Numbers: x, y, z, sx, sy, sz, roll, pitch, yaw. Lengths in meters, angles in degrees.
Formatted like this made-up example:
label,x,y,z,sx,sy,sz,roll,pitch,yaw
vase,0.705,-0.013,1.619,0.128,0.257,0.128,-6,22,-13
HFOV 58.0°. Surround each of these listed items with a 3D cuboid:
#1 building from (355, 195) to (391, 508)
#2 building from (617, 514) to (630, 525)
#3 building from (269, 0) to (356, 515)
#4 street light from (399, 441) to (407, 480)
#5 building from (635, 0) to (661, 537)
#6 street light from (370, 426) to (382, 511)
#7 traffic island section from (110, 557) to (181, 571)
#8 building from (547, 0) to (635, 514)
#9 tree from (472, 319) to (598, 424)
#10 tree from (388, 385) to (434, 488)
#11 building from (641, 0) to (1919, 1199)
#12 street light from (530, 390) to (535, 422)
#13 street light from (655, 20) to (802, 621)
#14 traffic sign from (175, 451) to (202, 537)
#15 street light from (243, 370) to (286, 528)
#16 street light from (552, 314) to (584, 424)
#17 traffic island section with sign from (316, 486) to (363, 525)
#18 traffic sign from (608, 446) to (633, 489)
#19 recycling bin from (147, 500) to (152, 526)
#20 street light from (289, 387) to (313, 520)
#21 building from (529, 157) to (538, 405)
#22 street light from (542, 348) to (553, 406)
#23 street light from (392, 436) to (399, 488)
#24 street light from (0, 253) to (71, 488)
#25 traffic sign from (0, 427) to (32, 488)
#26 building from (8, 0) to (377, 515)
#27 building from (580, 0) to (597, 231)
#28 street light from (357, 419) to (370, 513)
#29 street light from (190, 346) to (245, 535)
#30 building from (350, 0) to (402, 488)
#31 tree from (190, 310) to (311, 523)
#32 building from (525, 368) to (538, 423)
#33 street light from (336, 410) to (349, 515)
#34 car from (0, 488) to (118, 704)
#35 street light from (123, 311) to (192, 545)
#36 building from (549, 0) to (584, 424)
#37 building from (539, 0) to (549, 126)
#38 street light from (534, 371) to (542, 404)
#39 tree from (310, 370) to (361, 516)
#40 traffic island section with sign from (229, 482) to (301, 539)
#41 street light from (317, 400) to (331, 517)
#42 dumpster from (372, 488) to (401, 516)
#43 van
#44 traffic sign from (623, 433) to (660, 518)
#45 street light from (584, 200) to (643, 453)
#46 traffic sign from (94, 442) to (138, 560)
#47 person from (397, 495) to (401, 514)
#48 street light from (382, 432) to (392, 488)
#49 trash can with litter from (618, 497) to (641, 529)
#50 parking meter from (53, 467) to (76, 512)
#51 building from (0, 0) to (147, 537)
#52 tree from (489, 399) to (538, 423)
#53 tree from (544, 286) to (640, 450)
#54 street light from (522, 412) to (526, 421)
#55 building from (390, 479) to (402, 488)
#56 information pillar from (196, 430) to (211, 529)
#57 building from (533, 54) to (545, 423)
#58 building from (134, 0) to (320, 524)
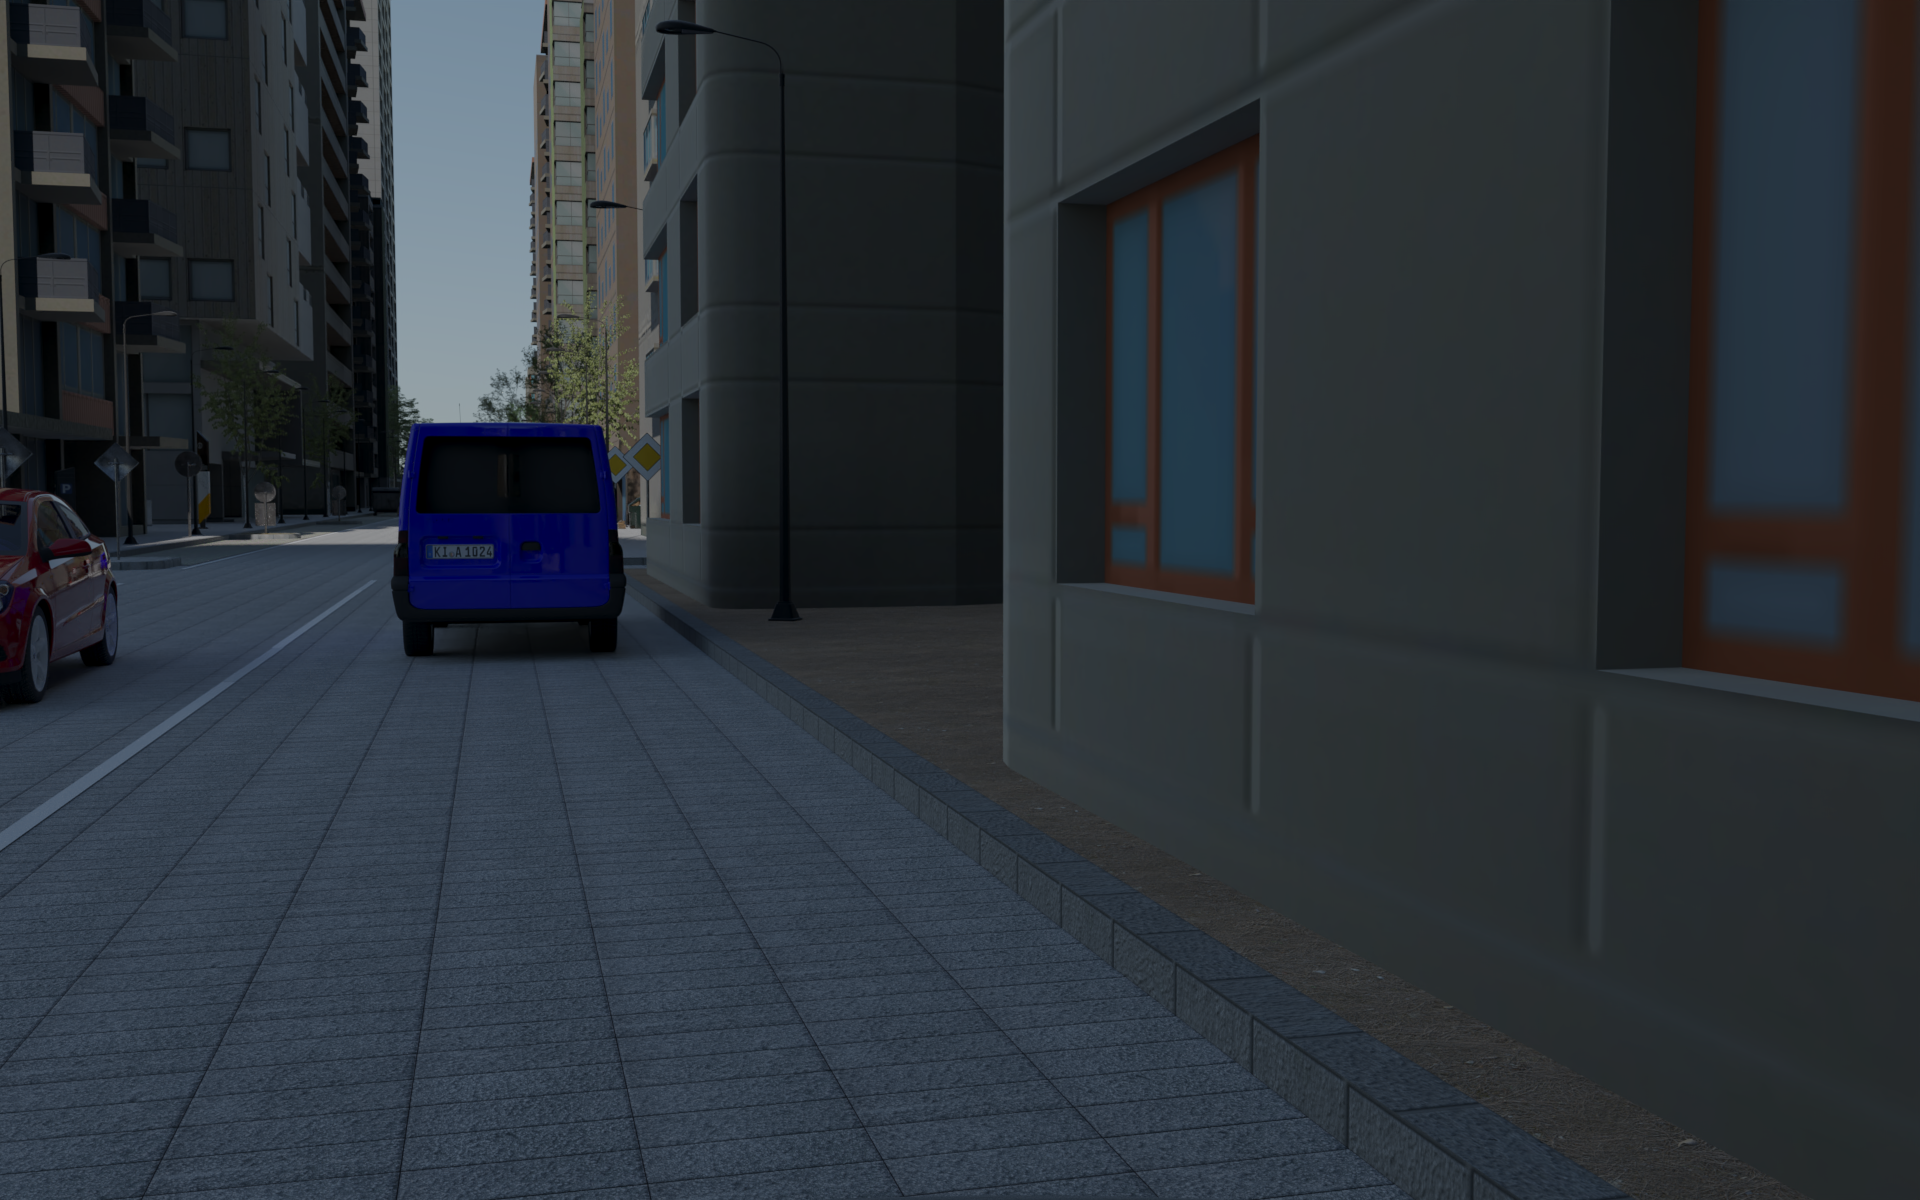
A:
label,x,y,z,sx,sy,sz,roll,pitch,yaw
building,-60.736,-23.759,160.168,14.160,30.474,14.107,-1,4,-15
building,-9.169,-26.205,78.565,14.600,45.320,14.200,-1,4,-15
building,-51.916,-29.915,112.811,21.300,48.544,21.600,-1,4,-15
street light,-49.162,-10.891,150.601,1.470,5.913,1.316,-1,4,-15
building,1.336,-26.129,50.913,21.600,48.544,21.300,-1,4,-15
street light,-40.505,-8.918,118.356,1.470,5.913,1.316,-1,4,-15
traffic island section,-16.437,-0.704,33.795,2.009,0.180,2.903,-1,4,-15
building,-24.411,-29.602,134.097,14.600,45.320,14.200,-1,4,-15
tree,-21.612,-9.621,91.712,8.767,10.594,7.601,-1,4,-14
tree,-59.112,-16.011,179.902,7.486,12.596,7.792,0,3,0
building,12.044,-10.505,16.790,27.650,21.520,28.899,-1,4,-15
street light,-18.214,-6.383,76.904,1.470,5.913,1.316,-1,4,-15
street light,-2.300,-2.737,17.287,1.470,5.913,1.316,-1,4,-15
traffic sign,-22.900,-3.139,51.425,0.768,2.556,0.104,-1,4,-9
street light,-26.170,-5.647,64.875,1.470,5.913,1.316,-1,4,-15
street light,-9.689,-4.423,44.865,1.470,5.913,1.316,-1,4,-15
traffic island section with sign,-29.198,-4.460,81.552,1.989,1.847,2.006,-1,4,-15
traffic sign,-7.188,-1.989,36.171,0.795,2.450,0.064,-1,4,-15
recycling bin,-32.730,-3.452,68.989,0.722,1.027,0.722,1,4,17
street light,-28.968,-6.282,75.257,1.470,5.913,1.316,-1,4,-15
building,-44.023,-34.822,223.956,22.147,44.769,28.867,-1,4,-15
street light,-12.447,-5.059,55.259,1.470,5.913,1.316,-1,4,-15
street light,-46.113,-10.188,139.118,1.470,5.913,1.316,-1,4,-15
street light,-17.823,-3.722,33.392,1.470,5.913,1.316,-1,4,-15
traffic sign,-14.358,-1.369,26.023,0.795,2.450,0.064,-1,4,-15
building,-59.039,-29.564,137.989,22.147,44.769,28.867,-1,4,-15
building,-15.646,-20.341,104.284,14.160,30.474,14.107,-1,4,-15
street light,-37.722,-8.270,107.751,1.470,5.913,1.316,-1,4,-15
street light,-23.515,-5.010,54.454,1.470,5.913,1.316,-1,4,-15
building,-85.595,-48.793,236.013,20.563,71.187,20.611,-1,4,-15
tree,-28.554,-7.267,69.180,4.737,8.622,4.395,0,3,0
building,-49.017,-24.962,253.172,27.650,21.520,28.899,-1,4,-15
street light,-34.650,-7.551,96.000,1.470,5.913,1.316,-1,4,-15
car,-7.551,-0.235,12.890,2.155,1.783,4.494,-1,4,-17
street light,-20.602,-4.375,44.077,1.470,5.913,1.316,-1,4,-15
building,-20.994,-26.665,119.574,14.154,41.232,14.086,-1,4,-15
building,-26.117,-30.659,155.903,22.147,44.769,28.867,-1,4,-15
street light,-15.235,-5.696,65.678,1.470,5.913,1.316,-1,4,-15
tree,-37.648,-9.299,102.405,4.737,8.622,4.395,0,3,0
traffic island section with sign,-22.246,-2.867,55.506,1.989,1.847,2.006,-1,4,-15
street light,-31.819,-6.916,85.626,1.470,5.913,1.316,-1,4,-15
dumpster,-37.656,-6.455,113.757,1.865,1.857,1.264,-1,4,-16
van,-4.434,-0.778,17.107,2.240,2.365,5.245,-1,4,-14
traffic sign,-5.130,-1.518,28.454,0.795,2.450,0.064,-1,4,-15
street light,-5.168,-3.373,27.697,1.470,5.913,1.316,-1,4,-15
traffic sign,-16.416,-1.841,33.739,0.795,2.450,0.064,-1,4,-15
person,-29.716,-5.109,92.526,0.515,1.767,0.782,2,4,31
street light,-43.284,-9.554,128.744,1.470,5.913,1.316,-1,4,-15
trash can with litter,-12.166,-3.204,63.778,1.055,1.170,0.624,-1,4,-19
parking meter,-19.532,-1.962,37.792,0.399,1.863,0.255,-3,4,-39
building,-33.176,-23.791,43.605,22.147,44.769,28.867,-1,4,-15
tree,-47.223,-16.104,189.060,9.928,11.665,9.643,0,3,0
tree,-13.080,-6.857,62.476,4.737,8.622,4.395,0,3,0
street light,-23.801,-7.653,97.672,1.470,5.913,1.316,-1,4,-15
building,-80.098,-30.712,194.022,32.217,40.220,23.993,-1,4,-15
information pillar,-27.829,-4.425,63.707,0.504,3.616,0.183,1,4,17
building,-35.737,-32.147,175.706,14.600,45.320,14.200,-1,4,-15
building,-45.986,-30.080,81.047,28.713,52.752,27.495,-1,4,-15
